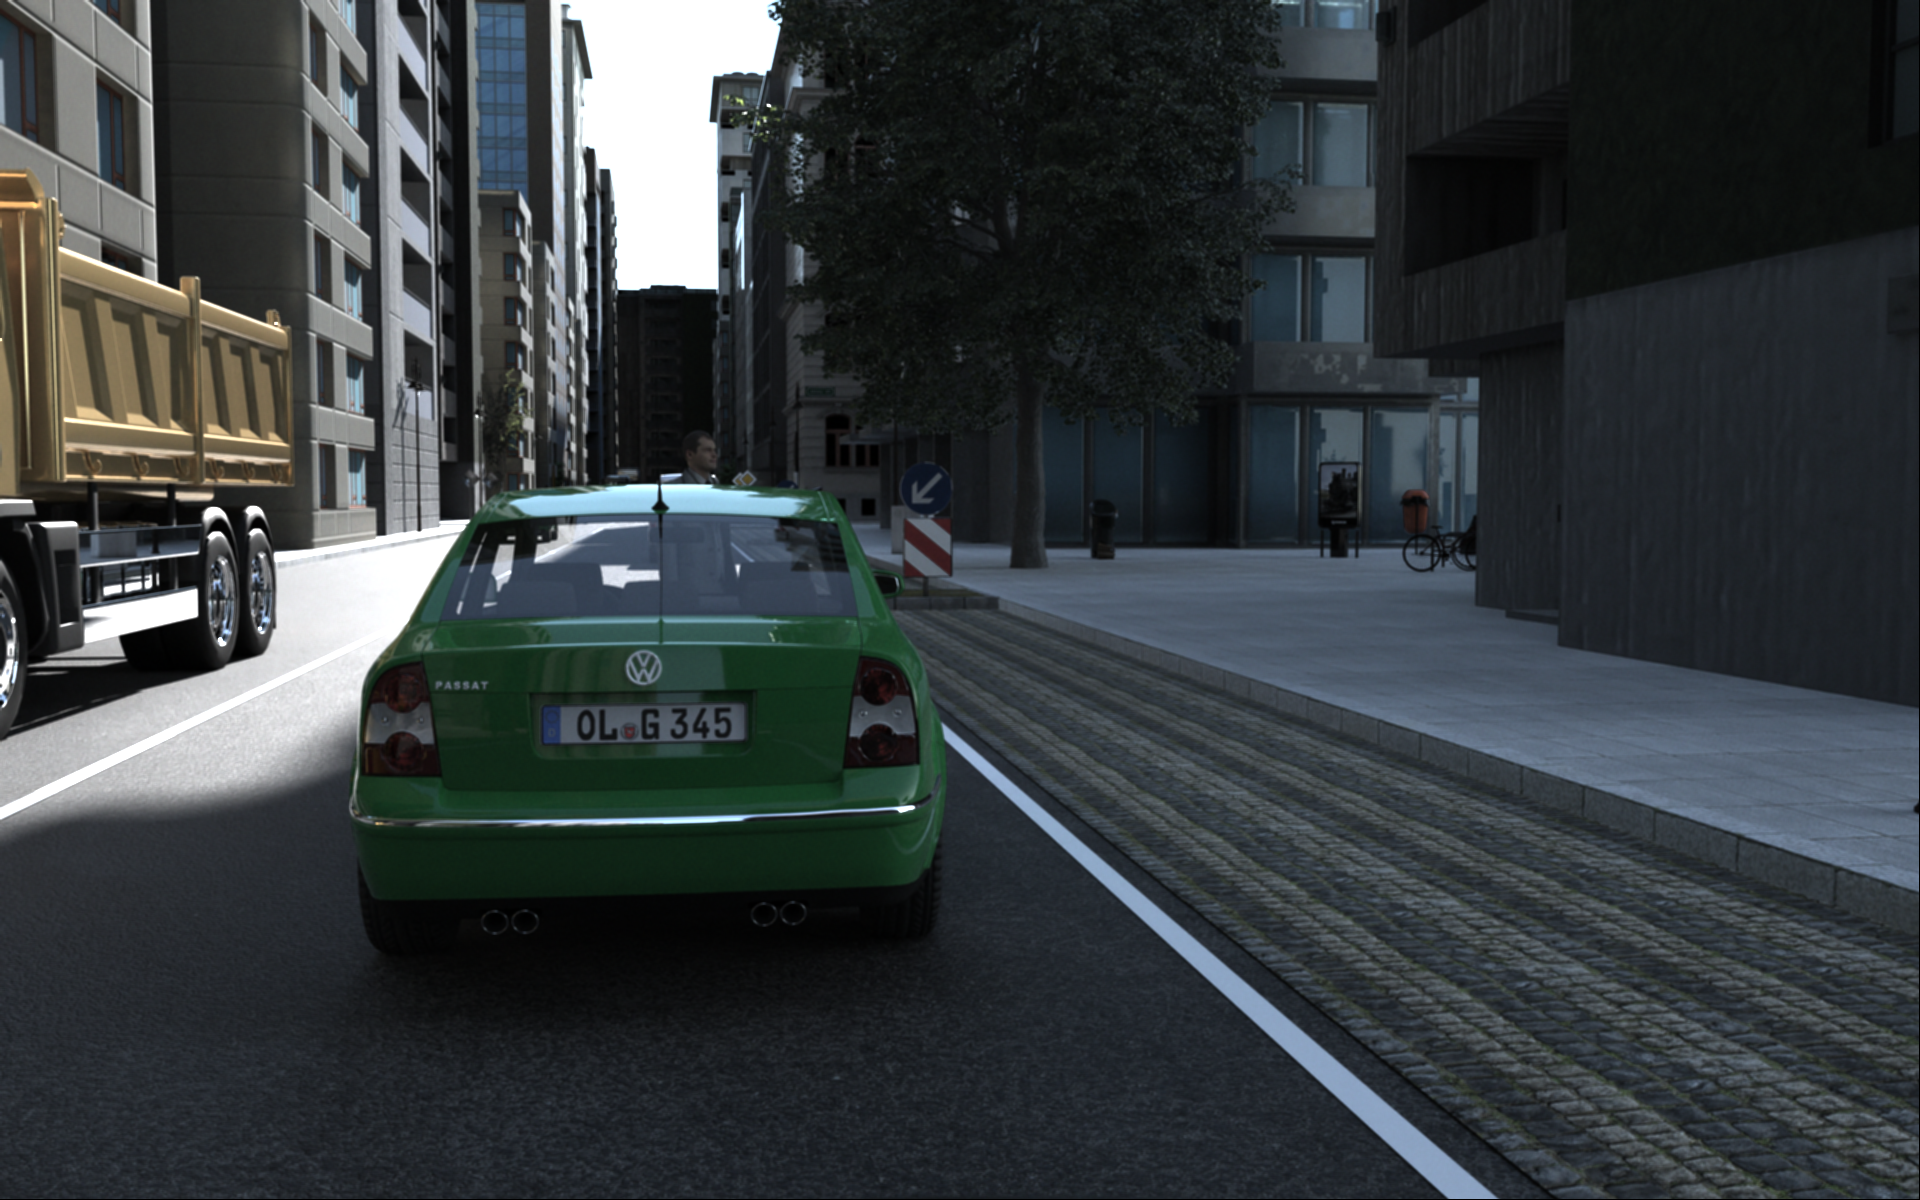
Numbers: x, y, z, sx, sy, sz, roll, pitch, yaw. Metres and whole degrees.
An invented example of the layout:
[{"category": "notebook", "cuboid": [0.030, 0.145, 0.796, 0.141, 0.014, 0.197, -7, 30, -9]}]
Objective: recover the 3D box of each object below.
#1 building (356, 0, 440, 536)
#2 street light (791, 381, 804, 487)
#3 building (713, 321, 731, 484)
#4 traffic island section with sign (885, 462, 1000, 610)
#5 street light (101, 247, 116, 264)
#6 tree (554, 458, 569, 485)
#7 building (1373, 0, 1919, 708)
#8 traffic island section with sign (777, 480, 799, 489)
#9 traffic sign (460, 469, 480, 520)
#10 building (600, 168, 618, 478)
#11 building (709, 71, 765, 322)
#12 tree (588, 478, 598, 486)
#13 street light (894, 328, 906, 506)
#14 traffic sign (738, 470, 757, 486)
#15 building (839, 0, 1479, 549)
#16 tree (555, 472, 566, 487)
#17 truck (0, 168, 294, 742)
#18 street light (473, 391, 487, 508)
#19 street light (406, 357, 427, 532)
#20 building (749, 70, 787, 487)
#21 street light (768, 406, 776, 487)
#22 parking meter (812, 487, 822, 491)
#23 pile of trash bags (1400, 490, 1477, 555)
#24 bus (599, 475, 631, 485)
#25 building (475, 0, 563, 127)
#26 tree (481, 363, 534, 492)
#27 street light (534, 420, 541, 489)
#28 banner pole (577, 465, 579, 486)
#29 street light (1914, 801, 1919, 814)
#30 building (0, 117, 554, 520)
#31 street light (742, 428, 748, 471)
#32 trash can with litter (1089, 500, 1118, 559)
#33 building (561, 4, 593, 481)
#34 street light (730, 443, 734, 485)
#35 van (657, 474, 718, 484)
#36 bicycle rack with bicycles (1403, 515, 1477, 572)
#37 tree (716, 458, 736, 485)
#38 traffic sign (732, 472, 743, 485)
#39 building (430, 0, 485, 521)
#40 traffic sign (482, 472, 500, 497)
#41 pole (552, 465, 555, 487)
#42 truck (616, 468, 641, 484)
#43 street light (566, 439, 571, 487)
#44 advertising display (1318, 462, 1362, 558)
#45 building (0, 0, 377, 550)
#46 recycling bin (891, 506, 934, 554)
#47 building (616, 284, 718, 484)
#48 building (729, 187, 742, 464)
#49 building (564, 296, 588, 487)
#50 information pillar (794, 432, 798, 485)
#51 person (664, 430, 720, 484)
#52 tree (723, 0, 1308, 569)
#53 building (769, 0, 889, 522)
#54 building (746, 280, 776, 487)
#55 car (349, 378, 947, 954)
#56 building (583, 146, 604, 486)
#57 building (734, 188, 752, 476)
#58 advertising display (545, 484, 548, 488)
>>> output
[{"category": "building", "cuboid": [-32.804, -31.509, 57.178, 28.212, 58.520, 21.231, -1, 4, -9]}, {"category": "street light", "cuboid": [-6.659, -6.013, 71.106, 0.468, 5.910, 1.993, -1, 4, -9]}, {"category": "building", "cuboid": [-12.664, -21.045, 189.131, 27.650, 21.520, 28.899, -1, 4, -9]}, {"category": "traffic island section with sign", "cuboid": [-0.641, -0.830, 22.205, 1.989, 1.847, 2.006, -1, 4, -9]}, {"category": "street light", "cuboid": [-13.124, -3.314, 26.965, 0.468, 5.910, 1.993, -1, 4, -9]}, {"category": "tree", "cuboid": [-31.618, -9.122, 132.864, 4.285, 4.588, 4.351, 0, 3, 0]}, {"category": "building", "cuboid": [11.632, -14.996, 16.893, 14.160, 30.474, 14.107, -1, 4, -9]}, {"category": "traffic island section with sign", "cuboid": [-5.012, -2.457, 48.805, 1.989, 1.847, 2.006, -1, 4, -9]}, {"category": "traffic sign", "cuboid": [-19.626, -4.022, 69.407, 0.795, 2.450, 0.064, -1, 4, -9]}, {"category": "building", "cuboid": [-59.105, -37.874, 242.945, 21.600, 48.544, 21.300, -1, 4, -9]}, {"category": "building", "cuboid": [-16.418, -38.355, 216.337, 28.713, 52.752, 27.495, -1, 4, -9]}, {"category": "tree", "cuboid": [-44.556, -13.283, 211.780, 1.663, 3.219, 1.824, 0, 3, 0]}, {"category": "street light", "cuboid": [-1.451, -4.064, 39.227, 0.468, 5.910, 1.993, -1, 4, -9]}, {"category": "traffic sign", "cuboid": [-8.724, -4.130, 71.172, 0.795, 2.450, 0.064, -1, 4, -9]}, {"category": "building", "cuboid": [8.828, -26.527, 53.322, 23.786, 49.044, 30.456, -1, 4, -9]}, {"category": "tree", "cuboid": [-30.409, -8.219, 128.984, 1.663, 3.219, 1.824, 0, 3, 0]}, {"category": "truck", "cuboid": [-6.944, -0.959, 11.602, 3.469, 3.379, 9.791, 0, 4, -8]}, {"category": "street light", "cuboid": [-21.431, -6.397, 77.378, 0.468, 5.910, 1.993, -1, 4, -9]}, {"category": "street light", "cuboid": [-18.288, -5.237, 58.415, 0.468, 5.910, 1.993, -1, 4, -9]}, {"category": "building", "cuboid": [-5.126, -19.085, 105.554, 14.314, 27.812, 24.014, -1, 4, -9]}, {"category": "street light", "cuboid": [-9.713, -7.152, 89.726, 0.468, 5.910, 1.993, -1, 4, -9]}, {"category": "parking meter", "cuboid": [-5.018, -3.202, 60.758, 0.372, 1.533, 0.369, 0, 3, 0]}, {"category": "pile of trash bags", "cuboid": [11.038, -1.636, 36.496, 3.447, 1.369, 1.912, 0, 4, 8]}, {"category": "bus", "cuboid": [-32.842, -10.452, 165.745, 2.948, 3.499, 13.247, -1, 4, -10]}, {"category": "building", "cuboid": [-39.494, -29.972, 140.151, 14.600, 45.320, 14.200, -1, 4, -9]}, {"category": "tree", "cuboid": [-25.810, -8.934, 96.438, 4.360, 8.622, 3.978, 0, 3, 0]}, {"category": "street light", "cuboid": [-26.508, -8.321, 108.843, 0.468, 5.910, 1.993, -1, 4, -9]}, {"category": "banner pole", "cuboid": [-32.533, -9.641, 147.650, 0.401, 3.779, 0.863, -1, 4, -15]}, {"category": "street light", "cuboid": [3.935, -2.079, 6.780, 0.468, 5.910, 1.993, -1, 4, -9]}, {"category": "building", "cuboid": [-41.008, -16.251, 110.741, 27.650, 21.520, 28.899, -1, 4, -9]}, {"category": "street light", "cuboid": [-14.986, -9.075, 121.159, 0.468, 5.910, 1.993, -1, 4, -9]}, {"category": "trash can with litter", "cuboid": [2.913, -1.409, 34.422, 0.624, 1.170, 1.055, 0, 4, -5]}, {"category": "building", "cuboid": [-55.167, -36.758, 190.230, 28.713, 52.752, 27.495, -1, 4, -9]}, {"category": "street light", "cuboid": [-20.122, -11.017, 152.915, 0.468, 5.910, 1.993, -1, 4, -9]}, {"category": "van", "cuboid": [-5.903, -1.878, 37.718, 2.013, 2.044, 4.112, -1, 4, -8]}, {"category": "bicycle rack with bicycles", "cuboid": [9.081, -0.959, 29.062, 2.925, 0.926, 2.852, 1, 4, 22]}, {"category": "tree", "cuboid": [-20.364, -10.558, 156.343, 4.285, 4.588, 4.351, 0, 3, 0]}, {"category": "traffic sign", "cuboid": [-10.019, -4.612, 79.052, 0.795, 2.450, 0.064, -1, 4, -9]}, {"category": "building", "cuboid": [-30.777, -18.997, 82.302, 14.160, 30.474, 14.107, -1, 4, -9]}, {"category": "traffic sign", "cuboid": [-20.921, -4.504, 77.287, 0.795, 2.450, 0.064, -1, 4, -9]}, {"category": "pole", "cuboid": [-28.697, -7.861, 122.373, 0.158, 3.312, 0.155, 0, 3, 0]}, {"category": "truck", "cuboid": [-35.960, -12.157, 187.674, 2.839, 4.237, 11.283, -1, 4, -10]}, {"category": "street light", "cuboid": [-31.816, -10.274, 140.774, 0.468, 5.910, 1.993, -1, 4, -9]}, {"category": "advertising display", "cuboid": [7.684, -1.825, 35.053, 0.123, 1.923, 0.974, -3, 5, -42]}, {"category": "building", "cuboid": [-27.627, -11.394, 31.336, 27.650, 21.520, 28.899, -1, 4, -9]}, {"category": "recycling bin", "cuboid": [-1.019, -1.509, 37.231, 0.722, 1.027, 0.722, 1, 4, 22]}, {"category": "building", "cuboid": [-40.781, -28.770, 242.088, 14.107, 30.474, 14.160, -1, 4, -9]}, {"category": "building", "cuboid": [-15.099, -24.139, 166.380, 14.160, 30.474, 14.107, -1, 4, -9]}, {"category": "building", "cuboid": [-50.114, -19.477, 163.490, 27.650, 21.520, 28.899, -1, 4, -9]}, {"category": "information pillar", "cuboid": [-6.175, -4.517, 65.200, 0.183, 3.616, 0.504, -1, 4, -15]}, {"category": "person", "cuboid": [-1.551, -0.109, 10.376, 0.767, 1.812, 0.694, 2, 4, 29]}, {"category": "tree", "cuboid": [1.090, -7.527, 29.729, 9.857, 13.997, 8.962, 0, 3, 0]}, {"category": "building", "cuboid": [2.699, -18.328, 87.057, 23.554, 28.519, 14.401, -1, 4, -9]}, {"category": "building", "cuboid": [-9.994, -16.606, 126.261, 10.420, 20.320, 16.860, -1, 4, -9]}, {"category": "car", "cuboid": [-1.132, 0.119, 6.850, 1.959, 1.807, 4.718, 0, 4, -7]}, {"category": "building", "cuboid": [-52.579, -34.726, 217.881, 14.200, 45.320, 14.600, -1, 4, -9]}, {"category": "building", "cuboid": [-12.373, -19.976, 144.637, 12.078, 24.808, 19.932, -1, 4, -9]}, {"category": "advertising display", "cuboid": [-26.053, -6.358, 109.171, 0.123, 1.923, 0.974, -1, 4, -18]}]
